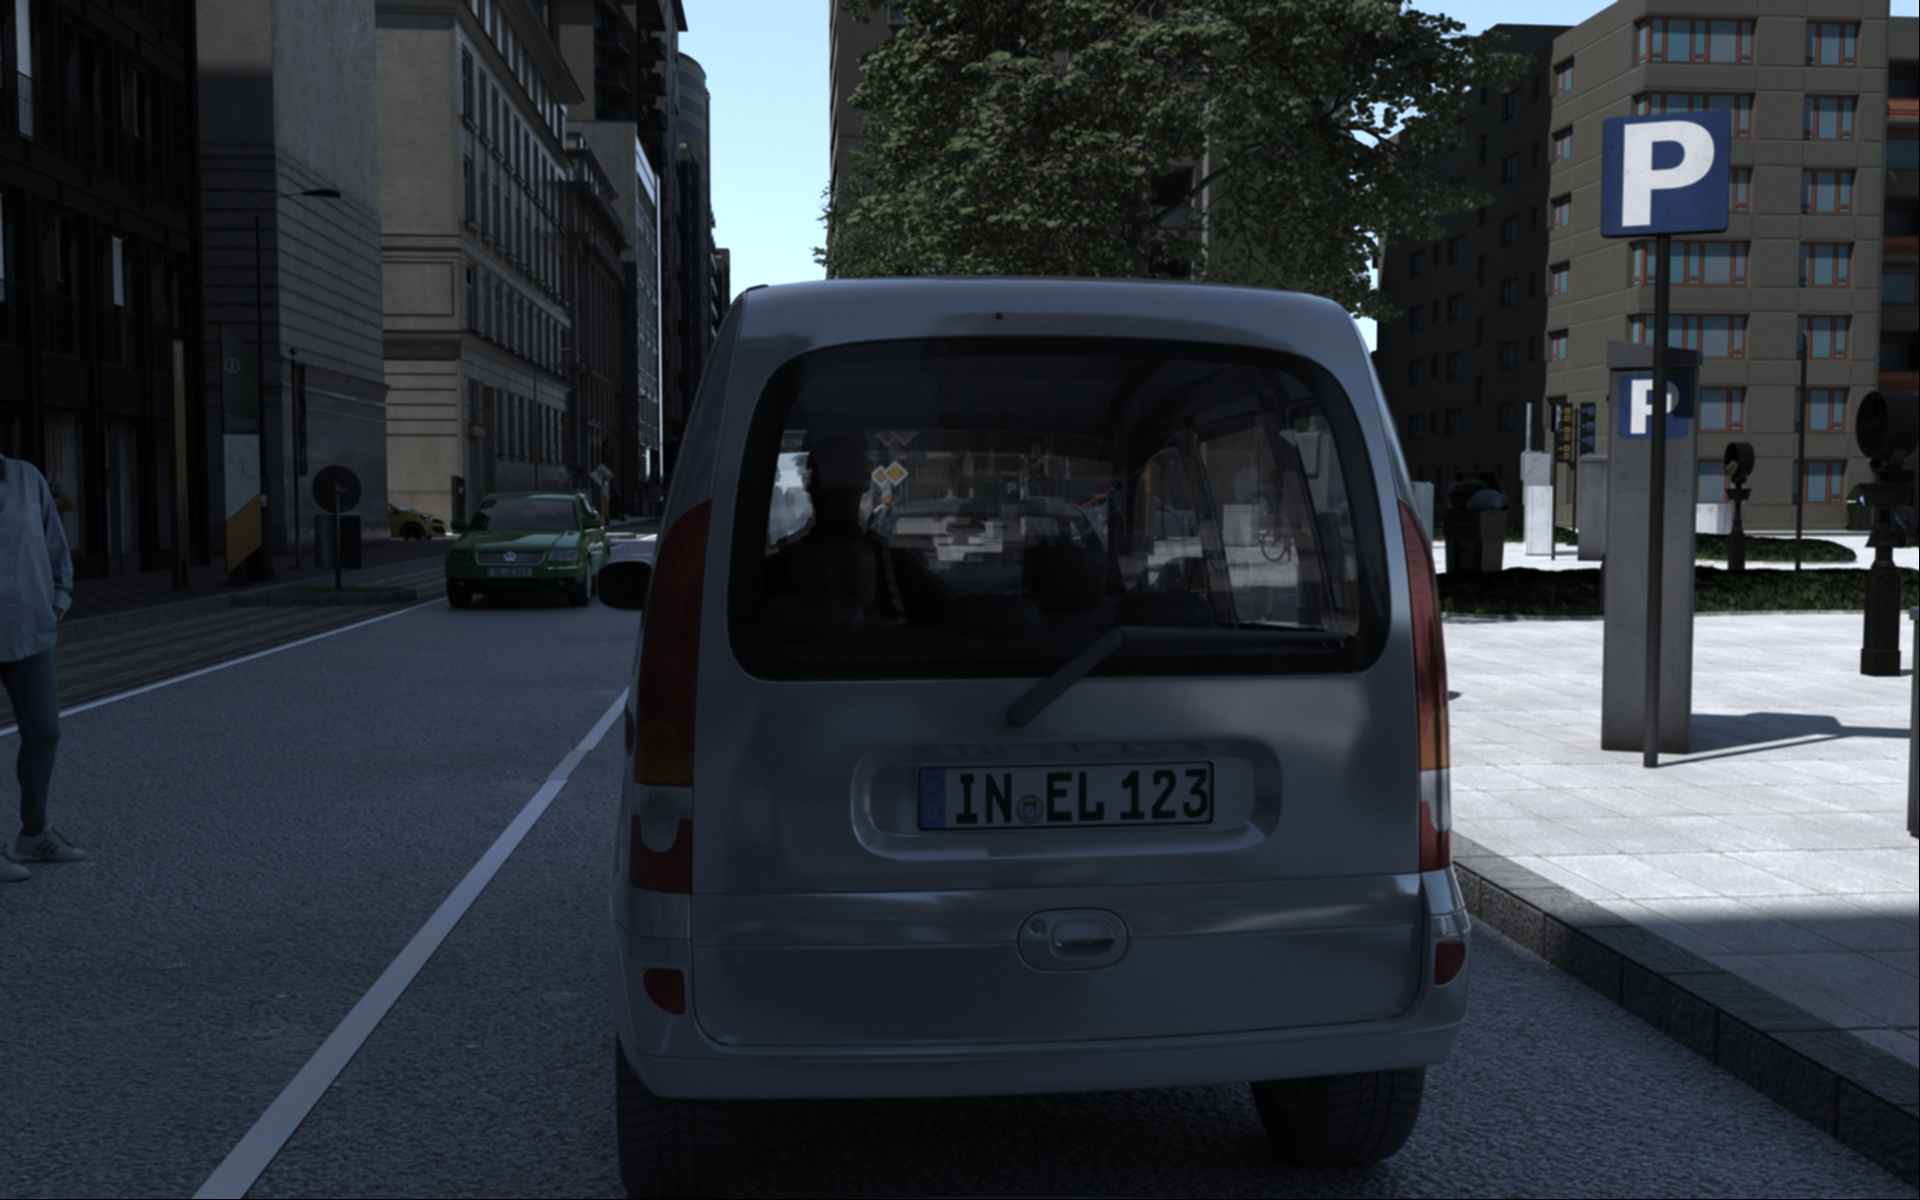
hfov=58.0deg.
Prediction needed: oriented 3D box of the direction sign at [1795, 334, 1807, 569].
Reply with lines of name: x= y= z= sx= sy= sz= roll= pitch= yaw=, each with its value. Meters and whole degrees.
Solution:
direction sign: x=12.098 y=-2.013 z=24.913 sx=0.379 sy=3.537 sz=0.876 roll=2 pitch=4 yaw=27

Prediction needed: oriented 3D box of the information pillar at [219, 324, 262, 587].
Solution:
information pillar: x=-10.034 y=-2.005 z=24.136 sx=0.504 sy=3.616 sz=0.183 roll=-3 pitch=4 yaw=-37

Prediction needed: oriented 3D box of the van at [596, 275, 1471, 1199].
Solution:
van: x=-0.065 y=0.124 z=4.976 sx=2.013 sy=2.044 sz=4.112 roll=0 pitch=4 yaw=-7

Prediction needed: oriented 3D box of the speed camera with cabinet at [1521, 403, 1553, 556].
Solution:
speed camera with cabinet: x=12.340 y=-2.604 z=36.915 sx=0.660 sy=3.252 sz=2.038 roll=1 pitch=4 yaw=15

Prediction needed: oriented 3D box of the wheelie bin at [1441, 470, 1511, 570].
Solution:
wheelie bin: x=6.788 y=-0.910 z=22.794 sx=0.693 sy=1.594 sz=0.980 roll=-3 pitch=4 yaw=-36

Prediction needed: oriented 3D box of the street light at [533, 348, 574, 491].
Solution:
street light: x=-13.012 y=-5.063 z=55.323 sx=1.470 sy=5.913 sz=1.316 roll=0 pitch=4 yaw=-6

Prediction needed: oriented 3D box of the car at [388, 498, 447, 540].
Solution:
car: x=-17.265 y=-2.509 z=51.241 sx=3.980 sy=1.641 sz=2.015 roll=0 pitch=4 yaw=-6

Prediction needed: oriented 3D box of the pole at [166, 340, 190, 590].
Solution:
pole: x=-10.435 y=-1.790 z=23.108 sx=0.158 sy=3.312 sz=0.155 roll=0 pitch=3 yaw=0

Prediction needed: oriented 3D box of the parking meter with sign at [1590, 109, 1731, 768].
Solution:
parking meter with sign: x=3.547 y=-0.767 z=8.808 sx=0.543 sy=3.016 sz=1.738 roll=1 pitch=4 yaw=22

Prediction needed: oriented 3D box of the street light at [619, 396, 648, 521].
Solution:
street light: x=-15.477 y=-6.701 z=82.100 sx=1.470 sy=5.913 sz=1.316 roll=0 pitch=4 yaw=-6

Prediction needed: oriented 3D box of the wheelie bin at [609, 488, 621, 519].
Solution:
wheelie bin: x=-17.568 y=-4.897 z=87.981 sx=0.693 sy=1.594 sz=0.980 roll=-1 pitch=4 yaw=-9

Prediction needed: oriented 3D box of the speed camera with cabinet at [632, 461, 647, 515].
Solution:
speed camera with cabinet: x=-19.397 y=-6.751 z=104.707 sx=0.660 sy=3.252 sz=2.038 roll=-1 pitch=4 yaw=-19

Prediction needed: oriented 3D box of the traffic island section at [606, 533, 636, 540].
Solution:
traffic island section: x=-11.507 y=-2.043 z=55.678 sx=2.009 sy=0.180 sz=2.903 roll=0 pitch=4 yaw=-6

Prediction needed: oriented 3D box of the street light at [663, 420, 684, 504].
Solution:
street light: x=-18.039 y=-8.332 z=108.761 sx=1.470 sy=5.913 sz=1.316 roll=0 pitch=4 yaw=-6

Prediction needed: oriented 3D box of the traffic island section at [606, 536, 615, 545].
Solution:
traffic island section: x=-10.734 y=-1.557 z=47.730 sx=2.009 sy=0.180 sz=2.903 roll=0 pitch=4 yaw=-6

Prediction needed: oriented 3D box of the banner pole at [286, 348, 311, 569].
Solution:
banner pole: x=-11.270 y=-2.419 z=29.567 sx=0.401 sy=3.779 sz=0.863 roll=-3 pitch=4 yaw=-37

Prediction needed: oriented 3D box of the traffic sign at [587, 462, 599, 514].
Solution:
traffic sign: x=-14.865 y=-4.349 z=71.117 sx=0.884 sy=2.594 sz=0.081 roll=0 pitch=4 yaw=-3

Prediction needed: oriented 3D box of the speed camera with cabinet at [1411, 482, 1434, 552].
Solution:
speed camera with cabinet: x=5.722 y=-1.858 z=24.722 sx=2.038 sy=3.252 sz=0.660 roll=3 pitch=5 yaw=45

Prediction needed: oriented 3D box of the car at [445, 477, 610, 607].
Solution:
car: x=-5.782 y=-0.897 z=23.460 sx=1.959 sy=1.807 sz=4.718 roll=0 pitch=4 yaw=-7

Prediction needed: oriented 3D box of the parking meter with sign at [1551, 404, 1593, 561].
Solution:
parking meter with sign: x=12.247 y=-2.257 z=33.164 sx=1.738 sy=3.016 sz=0.543 roll=2 pitch=4 yaw=29

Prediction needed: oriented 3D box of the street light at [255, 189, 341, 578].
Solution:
street light: x=-10.112 y=-3.297 z=26.447 sx=1.470 sy=5.913 sz=1.316 roll=0 pitch=4 yaw=-6

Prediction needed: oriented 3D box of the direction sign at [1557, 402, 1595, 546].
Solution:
direction sign: x=15.288 y=-3.122 z=43.043 sx=0.876 sy=3.537 sz=0.379 roll=2 pitch=4 yaw=26

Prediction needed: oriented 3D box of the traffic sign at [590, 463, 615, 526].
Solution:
traffic sign: x=-11.484 y=-3.179 z=55.618 sx=0.795 sy=2.450 sz=0.064 roll=0 pitch=4 yaw=-6

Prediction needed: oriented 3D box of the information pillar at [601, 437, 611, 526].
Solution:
information pillar: x=-14.442 y=-4.844 z=70.560 sx=0.183 sy=3.616 sz=0.504 roll=1 pitch=4 yaw=14

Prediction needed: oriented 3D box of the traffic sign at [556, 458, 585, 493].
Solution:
traffic sign: x=-10.711 y=-2.693 z=47.671 sx=0.795 sy=2.450 sz=0.064 roll=0 pitch=4 yaw=-6

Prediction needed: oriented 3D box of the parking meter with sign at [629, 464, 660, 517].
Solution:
parking meter with sign: x=-17.981 y=-6.269 z=98.763 sx=1.738 sy=3.016 sz=0.543 roll=-3 pitch=5 yaw=-39

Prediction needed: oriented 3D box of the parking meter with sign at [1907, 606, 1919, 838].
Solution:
parking meter with sign: x=4.419 y=-0.611 z=6.244 sx=1.738 sy=3.016 sz=0.543 roll=0 pitch=4 yaw=-1

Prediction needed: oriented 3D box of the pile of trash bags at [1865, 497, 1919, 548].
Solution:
pile of trash bags: x=23.581 y=-1.975 z=42.037 sx=3.447 sy=1.369 sz=1.912 roll=-3 pitch=4 yaw=-38

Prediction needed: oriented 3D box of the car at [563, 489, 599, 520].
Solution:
car: x=-10.041 y=-2.103 z=43.185 sx=1.959 sy=1.807 sz=4.718 roll=0 pitch=4 yaw=-5

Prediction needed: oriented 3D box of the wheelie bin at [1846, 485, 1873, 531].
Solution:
wheelie bin: x=31.045 y=-3.172 z=59.768 sx=0.693 sy=1.594 sz=0.980 roll=0 pitch=4 yaw=-6

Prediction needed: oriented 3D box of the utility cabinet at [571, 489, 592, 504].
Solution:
utility cabinet: x=-15.680 y=-3.857 z=71.737 sx=0.318 sy=1.500 sz=1.173 roll=1 pitch=4 yaw=19

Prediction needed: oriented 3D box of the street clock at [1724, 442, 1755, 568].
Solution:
street clock: x=10.912 y=-1.207 z=24.299 sx=0.358 sy=2.002 sz=0.471 roll=0 pitch=4 yaw=1
